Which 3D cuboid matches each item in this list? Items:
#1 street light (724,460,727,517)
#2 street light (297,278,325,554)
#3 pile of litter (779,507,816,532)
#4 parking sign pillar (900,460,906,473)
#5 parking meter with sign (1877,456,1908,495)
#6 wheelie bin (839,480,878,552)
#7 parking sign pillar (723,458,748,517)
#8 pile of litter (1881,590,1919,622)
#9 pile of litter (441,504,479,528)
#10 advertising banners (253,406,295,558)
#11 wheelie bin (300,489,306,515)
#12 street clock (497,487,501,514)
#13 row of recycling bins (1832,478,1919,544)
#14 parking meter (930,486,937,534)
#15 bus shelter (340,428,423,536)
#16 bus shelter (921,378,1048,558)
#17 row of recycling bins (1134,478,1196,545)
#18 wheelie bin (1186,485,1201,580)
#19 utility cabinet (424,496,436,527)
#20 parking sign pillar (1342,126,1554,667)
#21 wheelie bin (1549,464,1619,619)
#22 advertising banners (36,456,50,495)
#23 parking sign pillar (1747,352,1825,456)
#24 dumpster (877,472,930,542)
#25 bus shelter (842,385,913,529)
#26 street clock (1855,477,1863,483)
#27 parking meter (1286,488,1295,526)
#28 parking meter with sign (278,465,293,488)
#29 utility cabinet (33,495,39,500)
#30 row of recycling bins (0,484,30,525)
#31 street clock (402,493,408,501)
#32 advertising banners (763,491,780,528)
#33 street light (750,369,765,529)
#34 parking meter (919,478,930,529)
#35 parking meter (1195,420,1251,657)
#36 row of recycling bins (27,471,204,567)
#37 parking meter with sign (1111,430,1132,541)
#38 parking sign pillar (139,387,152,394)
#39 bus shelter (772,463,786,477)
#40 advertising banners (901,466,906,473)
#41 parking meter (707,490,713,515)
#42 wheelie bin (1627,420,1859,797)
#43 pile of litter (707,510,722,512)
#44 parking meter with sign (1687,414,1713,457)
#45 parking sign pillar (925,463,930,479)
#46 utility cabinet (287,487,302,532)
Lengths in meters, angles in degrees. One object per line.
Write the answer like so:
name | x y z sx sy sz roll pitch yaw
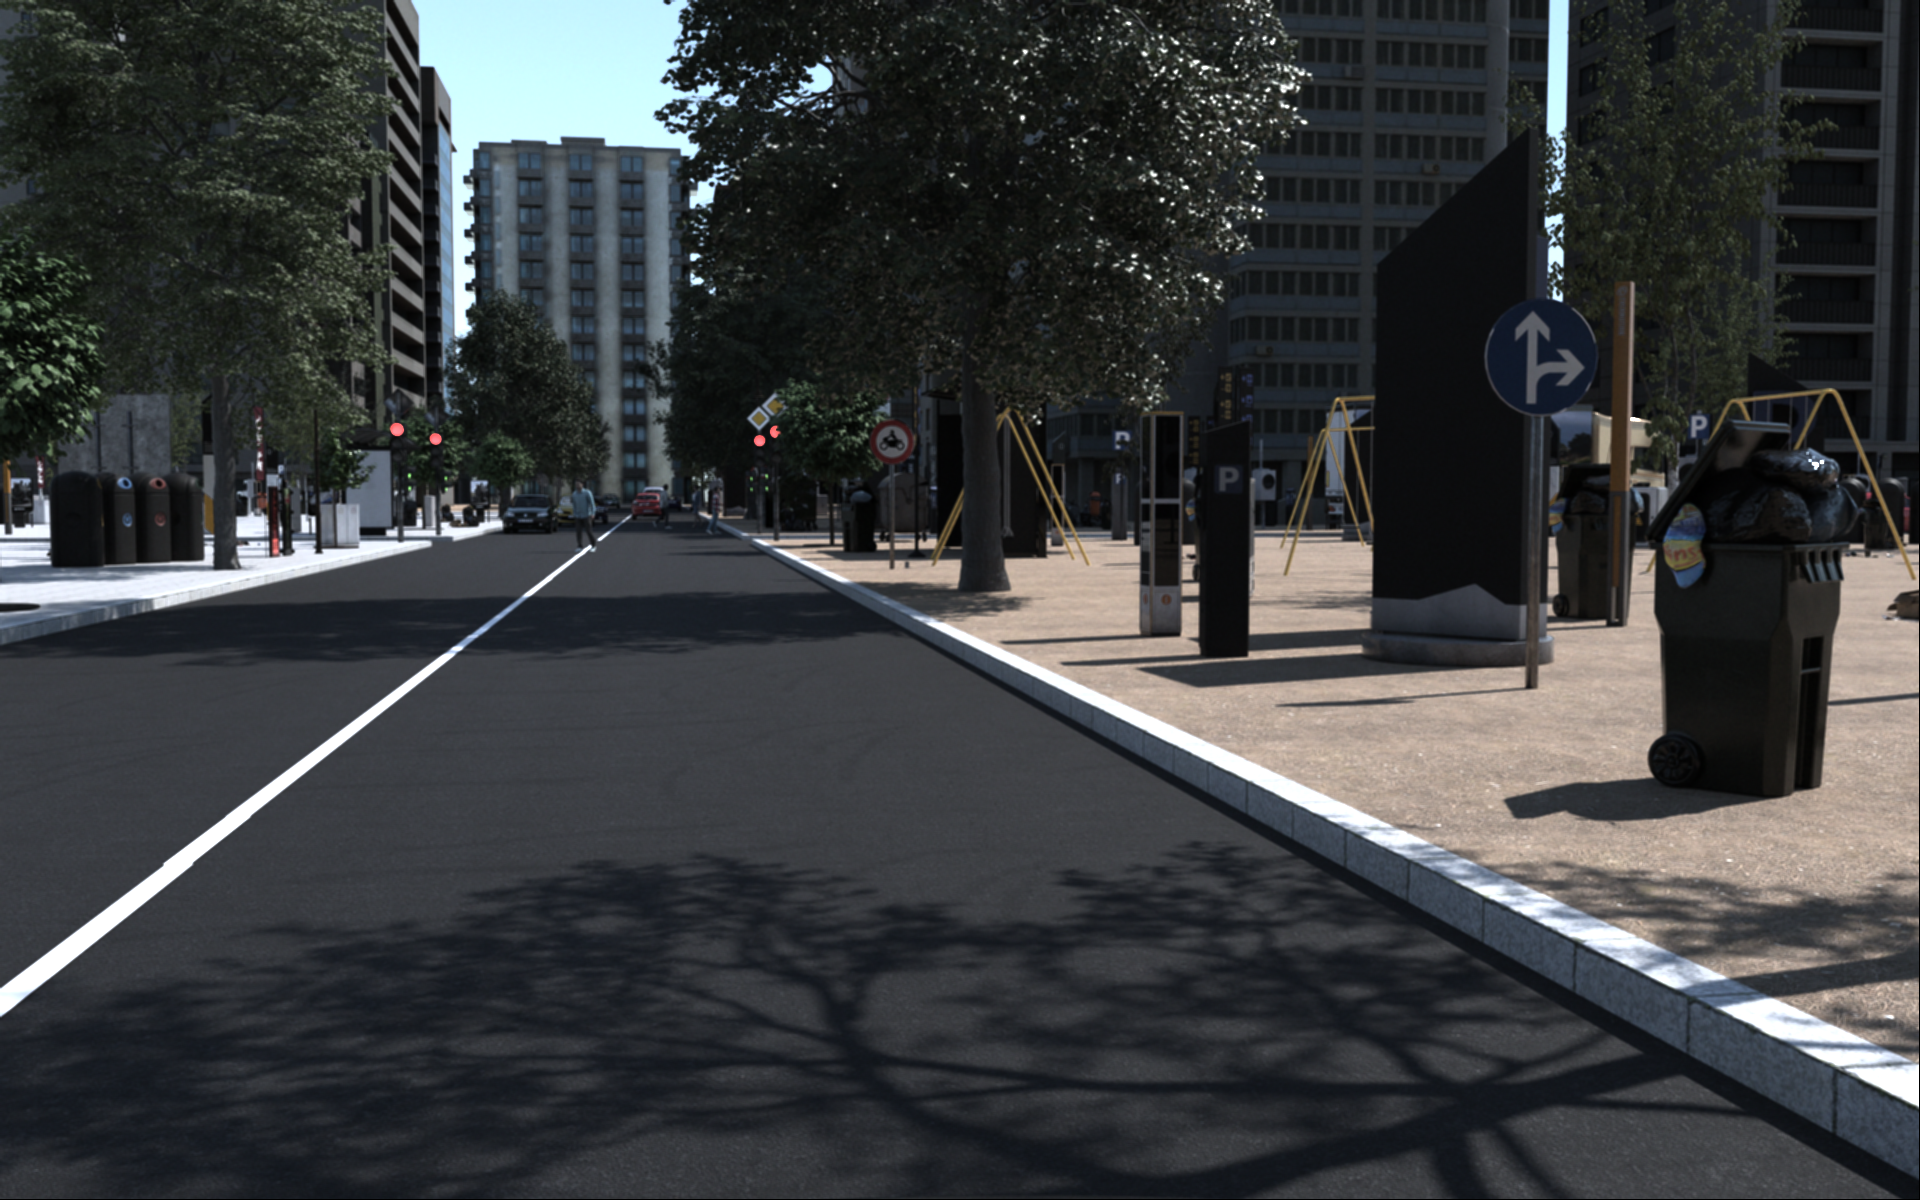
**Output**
street light | -13.152 -7.587 96.843 0.468 5.910 1.993 -1 4 -10
street light | -13.824 -3.938 37.167 0.468 5.910 1.993 -1 4 -10
pile of litter | -5.772 -2.791 59.593 1.719 0.858 1.176 3 4 36
parking sign pillar | -3.509 -7.704 114.435 1.447 3.967 1.447 -2 4 -29
parking meter with sign | 42.663 -5.042 78.697 1.738 3.016 0.543 1 4 17
wheelie bin | -2.243 -1.860 38.320 0.693 1.594 0.980 -3 4 -38
parking sign pillar | -12.843 -6.764 99.062 1.447 3.967 1.447 1 4 10
pile of litter | 10.184 -0.244 17.962 1.719 0.858 1.176 -1 4 -23
pile of litter | -19.355 -3.261 67.280 1.176 0.858 1.719 2 4 24
advertising banners | -13.968 -2.388 35.237 0.090 3.025 2.074 0 4 -2
wheelie bin | -41.222 -6.164 108.693 0.693 1.594 0.980 -1 4 -19
street clock | -27.915 -6.161 105.296 0.358 2.002 0.471 2 4 31
row of recycling bins | 23.886 -2.346 45.476 3.534 1.692 1.069 2 4 29
parking meter | -0.780 -2.884 55.565 0.372 1.533 0.369 0 3 0
bus shelter | -18.683 -3.781 55.741 2.014 3.302 5.546 -1 4 -10
bus shelter | 0.468 -2.835 37.627 1.731 3.624 6.357 -1 4 -10
row of recycling bins | 5.990 -2.273 44.272 3.534 1.692 1.069 -2 4 -33
wheelie bin | 3.855 -1.084 25.638 0.980 1.594 0.693 0 4 -6
utility cabinet | -20.726 -3.466 67.832 0.306 1.237 1.020 0 4 -6
parking sign pillar | 3.880 -1.525 13.413 1.447 3.967 1.447 -3 5 -43
wheelie bin | 6.619 -0.614 17.952 0.980 1.594 0.693 0 4 -8
advertising banners | -41.840 -5.121 79.909 0.090 3.025 2.074 1 4 14
parking sign pillar | 15.572 -2.706 32.721 1.447 3.967 1.447 1 4 15
dumpster | -1.524 -2.529 47.110 1.264 1.857 1.865 -1 4 -10
bus shelter | -3.175 -5.144 61.739 2.179 5.291 8.768 -1 4 -10
street clock | 37.669 -4.175 72.835 0.471 2.002 0.358 0 4 -6
parking meter | 13.497 -3.812 70.741 0.372 1.533 0.369 0 3 0
parking meter with sign | -40.375 -6.594 104.070 0.543 3.016 1.738 0 4 3
utility cabinet | -58.584 -6.003 109.308 0.306 1.237 1.020 1 4 20
row of recycling bins | -40.588 -4.021 72.854 1.069 1.692 3.534 1 4 12
street clock | -24.938 -4.490 77.976 0.471 2.002 0.358 2 4 34
advertising banners | -6.572 -4.278 66.127 2.074 3.025 0.090 -2 4 -31
street light | -7.471 -5.585 64.095 0.468 5.910 1.993 -1 4 -10
parking meter | -1.320 -3.514 63.169 0.399 1.863 0.255 1 4 16
parking meter | 2.073 -0.487 13.675 0.399 1.863 0.255 0 4 -4
row of recycling bins | -15.342 -1.517 31.916 1.069 1.692 3.534 1 4 13
parking meter with sign | 4.466 -3.184 48.321 0.543 3.016 1.738 0 4 2
parking sign pillar | -20.886 -3.353 43.298 1.447 3.967 1.447 3 4 36
bus shelter | -11.005 -8.001 108.449 2.179 5.291 8.768 -1 4 -10
advertising banners | -3.082 -6.974 110.217 0.090 3.025 2.074 3 4 36
parking meter | -15.528 -6.078 107.782 0.372 1.533 0.369 0 3 0
wheelie bin | 3.485 0.018 7.610 0.980 1.594 0.693 -3 5 -42
pile of litter | -17.460 -6.725 123.916 1.176 0.858 1.719 -1 4 -19
parking meter with sign | 16.803 -2.565 38.196 1.738 3.016 0.543 -2 4 -32
parking sign pillar | -1.740 -7.791 115.855 1.447 3.967 1.447 3 4 38
utility cabinet | -22.242 -3.009 57.872 0.318 1.500 1.173 -2 4 -28
